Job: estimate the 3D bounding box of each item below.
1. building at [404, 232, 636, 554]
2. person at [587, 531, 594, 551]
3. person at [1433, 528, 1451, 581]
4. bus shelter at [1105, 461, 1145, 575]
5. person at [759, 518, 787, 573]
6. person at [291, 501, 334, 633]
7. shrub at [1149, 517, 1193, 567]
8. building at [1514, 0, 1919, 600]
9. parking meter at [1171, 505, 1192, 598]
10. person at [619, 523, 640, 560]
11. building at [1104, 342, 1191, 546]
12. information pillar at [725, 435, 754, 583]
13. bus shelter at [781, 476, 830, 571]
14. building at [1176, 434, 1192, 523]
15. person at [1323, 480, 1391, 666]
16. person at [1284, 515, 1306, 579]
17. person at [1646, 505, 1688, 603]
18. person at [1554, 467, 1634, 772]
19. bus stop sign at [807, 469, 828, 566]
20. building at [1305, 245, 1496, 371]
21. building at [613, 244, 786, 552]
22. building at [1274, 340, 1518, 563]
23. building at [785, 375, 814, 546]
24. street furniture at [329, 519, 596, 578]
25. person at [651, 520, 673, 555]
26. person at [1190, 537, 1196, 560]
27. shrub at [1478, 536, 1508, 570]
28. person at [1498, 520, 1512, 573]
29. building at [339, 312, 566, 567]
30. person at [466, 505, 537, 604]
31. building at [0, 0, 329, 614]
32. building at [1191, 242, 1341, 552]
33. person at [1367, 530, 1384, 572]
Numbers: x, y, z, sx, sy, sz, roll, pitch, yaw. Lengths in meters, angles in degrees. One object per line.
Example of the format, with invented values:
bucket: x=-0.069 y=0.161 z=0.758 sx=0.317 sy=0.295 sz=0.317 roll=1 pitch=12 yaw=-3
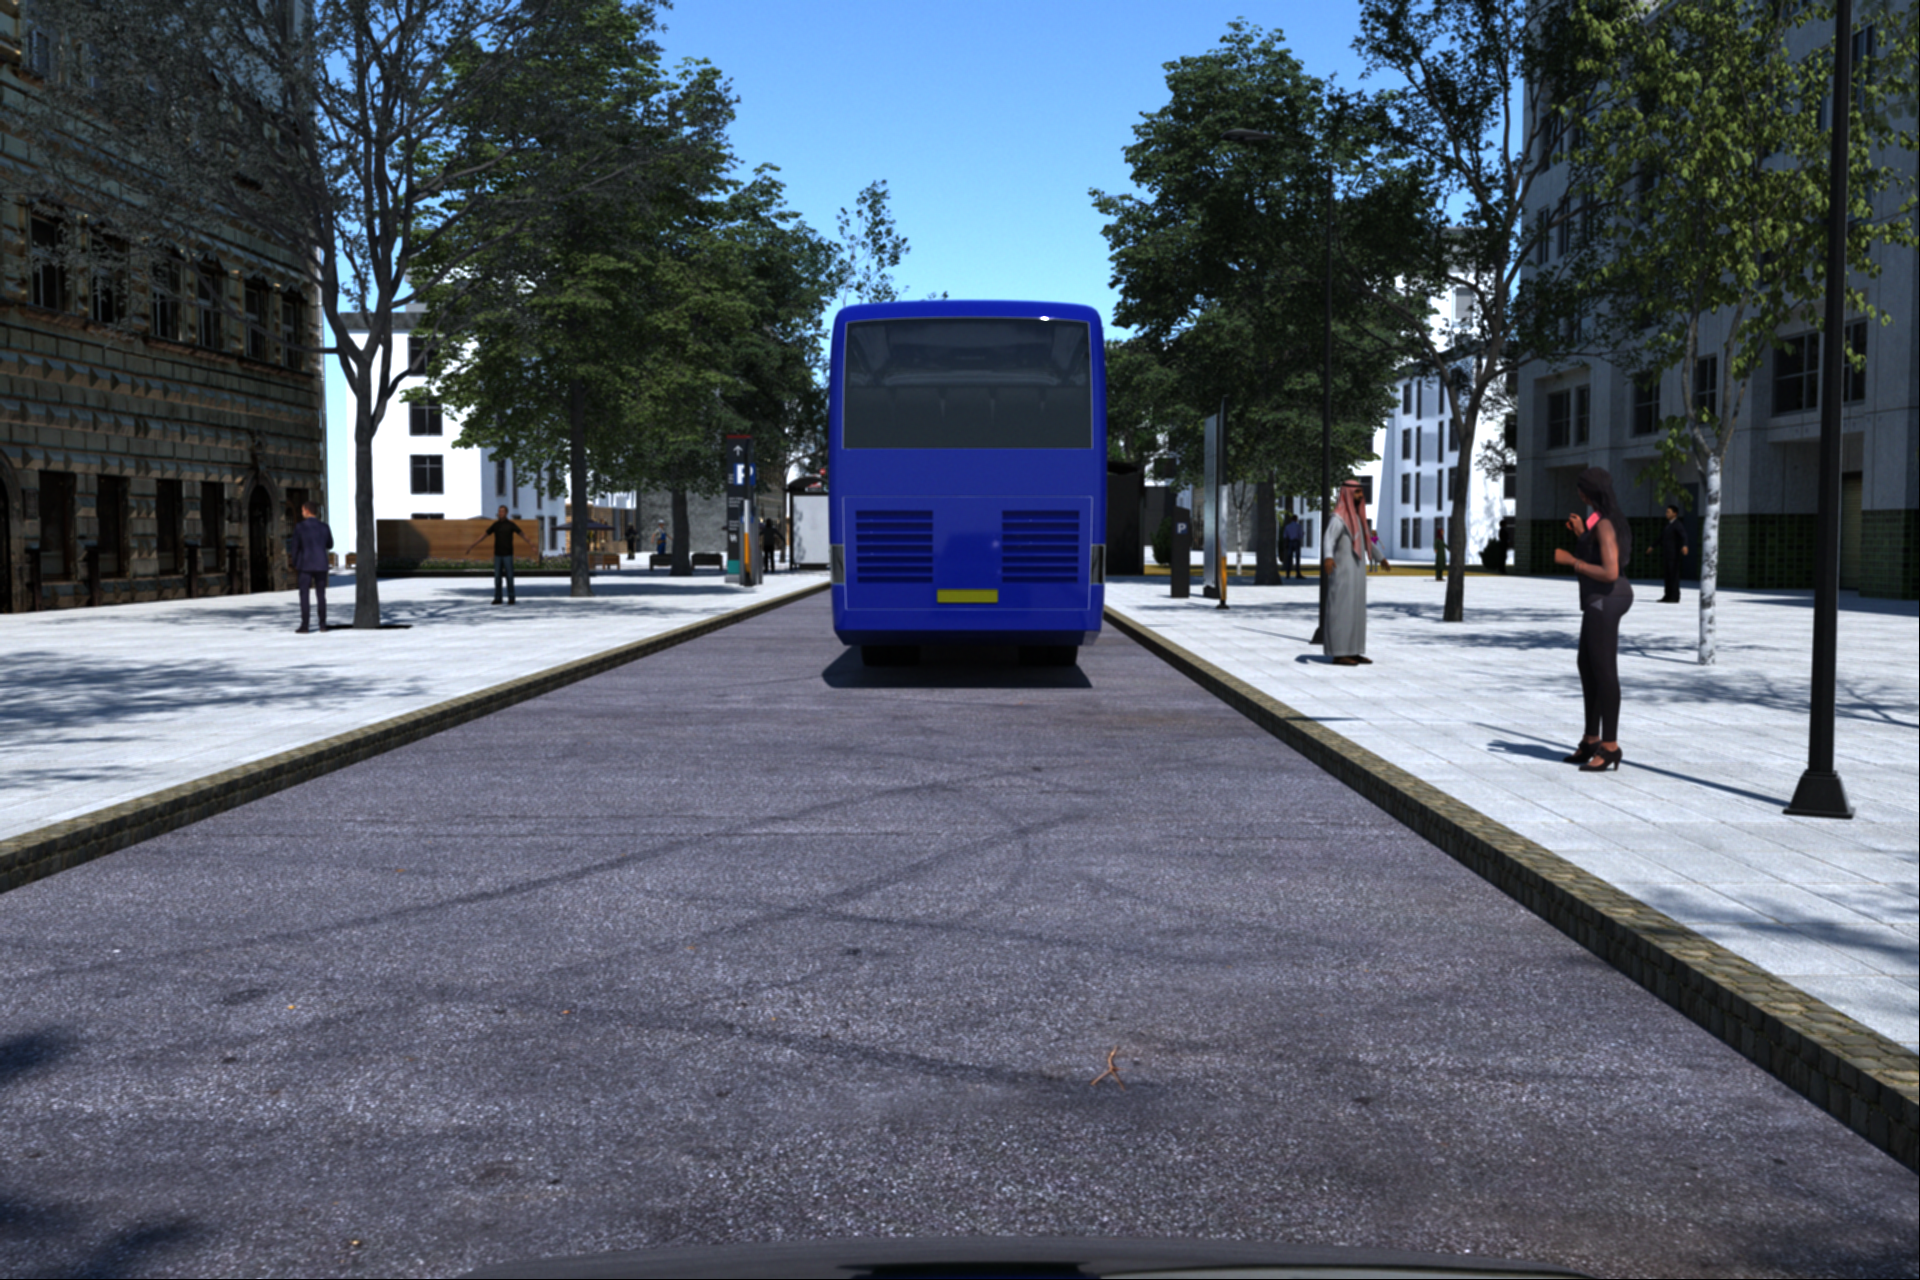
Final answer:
building: x=-27.054 y=-15.183 z=104.670 sx=16.016 sy=20.090 sz=11.380 roll=0 pitch=3 yaw=0
person: x=-16.457 y=-4.312 z=76.271 sx=0.705 sy=1.858 sz=1.354 roll=1 pitch=4 yaw=21
person: x=13.157 y=-2.326 z=47.238 sx=0.599 sy=1.438 sz=0.989 roll=3 pitch=5 yaw=40
bus shelter: x=4.977 y=-4.036 z=57.266 sx=1.731 sy=3.624 sz=6.357 roll=0 pitch=4 yaw=-1
person: x=-6.362 y=-3.149 z=57.607 sx=1.348 sy=1.813 sz=0.705 roll=1 pitch=4 yaw=16
person: x=-8.448 y=-0.957 z=22.608 sx=0.541 sy=1.710 sz=0.530 roll=-2 pitch=4 yaw=-29
shrub: x=8.278 y=-3.904 z=67.864 sx=1.661 sy=2.075 sz=1.752 roll=0 pitch=3 yaw=0
building: x=26.693 y=-10.695 z=41.321 sx=16.747 sy=18.905 sz=31.486 roll=0 pitch=4 yaw=0
parking meter: x=4.435 y=-1.771 z=34.675 sx=0.399 sy=1.863 sz=0.255 roll=0 pitch=4 yaw=1
person: x=-16.472 y=-4.941 z=86.570 sx=1.354 sy=1.856 sz=0.705 roll=2 pitch=4 yaw=34
building: x=27.669 y=-21.827 z=200.850 sx=27.936 sy=21.610 sz=32.646 roll=0 pitch=4 yaw=1
information pillar: x=-5.770 y=-3.435 z=45.536 sx=0.750 sy=3.857 sz=0.750 roll=0 pitch=4 yaw=1
bus shelter: x=-5.172 y=-4.224 z=62.982 sx=2.014 sy=3.302 sz=5.546 roll=0 pitch=4 yaw=1
building: x=27.893 y=-19.877 z=181.408 sx=16.016 sy=20.090 sz=11.380 roll=0 pitch=4 yaw=0
person: x=3.852 y=-0.666 z=17.030 sx=0.704 sy=1.811 sz=1.347 roll=3 pitch=4 yaw=38
person: x=9.651 y=-2.680 z=49.731 sx=0.709 sy=1.838 sz=0.599 roll=2 pitch=4 yaw=35
person: x=13.268 y=-1.609 z=32.353 sx=0.704 sy=1.823 sz=1.345 roll=0 pitch=4 yaw=-7
person: x=3.432 y=-0.120 z=9.471 sx=0.415 sy=1.643 sz=0.593 roll=-1 pitch=4 yaw=-17
bus stop sign: x=-5.808 y=-5.008 z=70.577 sx=0.855 sy=3.939 sz=0.416 roll=0 pitch=4 yaw=0
building: x=26.831 y=-16.046 z=118.775 sx=16.016 sy=20.090 sz=11.380 roll=0 pitch=4 yaw=1
building: x=-23.508 y=-18.364 z=131.179 sx=19.493 sy=23.208 sz=18.063 roll=0 pitch=4 yaw=1
building: x=23.002 y=-8.995 z=89.211 sx=9.099 sy=9.664 sz=28.070 roll=0 pitch=4 yaw=0
building: x=-22.182 y=-20.402 z=189.994 sx=16.016 sy=20.090 sz=11.380 roll=0 pitch=4 yaw=0
street furniture: x=-14.302 y=-2.846 z=53.379 sx=11.010 sy=1.723 sz=9.812 roll=-1 pitch=4 yaw=-12
person: x=-11.831 y=-3.847 z=68.757 sx=0.705 sy=1.847 sz=1.347 roll=2 pitch=4 yaw=32
person: x=11.232 y=-4.880 z=86.058 sx=1.348 sy=1.796 sz=0.705 roll=-3 pitch=5 yaw=-43
shrub: x=19.040 y=-3.101 z=61.815 sx=1.383 sy=1.207 sz=1.383 roll=0 pitch=3 yaw=0
person: x=17.785 y=-3.042 z=56.460 sx=0.721 sy=1.740 sz=1.216 roll=0 pitch=4 yaw=5
building: x=-22.575 y=-8.411 z=79.674 sx=9.099 sy=9.664 sz=28.070 roll=0 pitch=4 yaw=0
person: x=-8.324 y=-1.550 z=31.558 sx=1.348 sy=1.803 sz=0.705 roll=0 pitch=4 yaw=7
building: x=-24.406 y=-12.283 z=31.750 sx=19.493 sy=23.208 sz=18.063 roll=0 pitch=4 yaw=0
building: x=27.917 y=-18.317 z=130.418 sx=19.493 sy=23.208 sz=18.063 roll=0 pitch=4 yaw=1
person: x=13.855 y=-2.994 z=58.215 sx=0.599 sy=1.433 sz=0.991 roll=-3 pitch=5 yaw=-41
